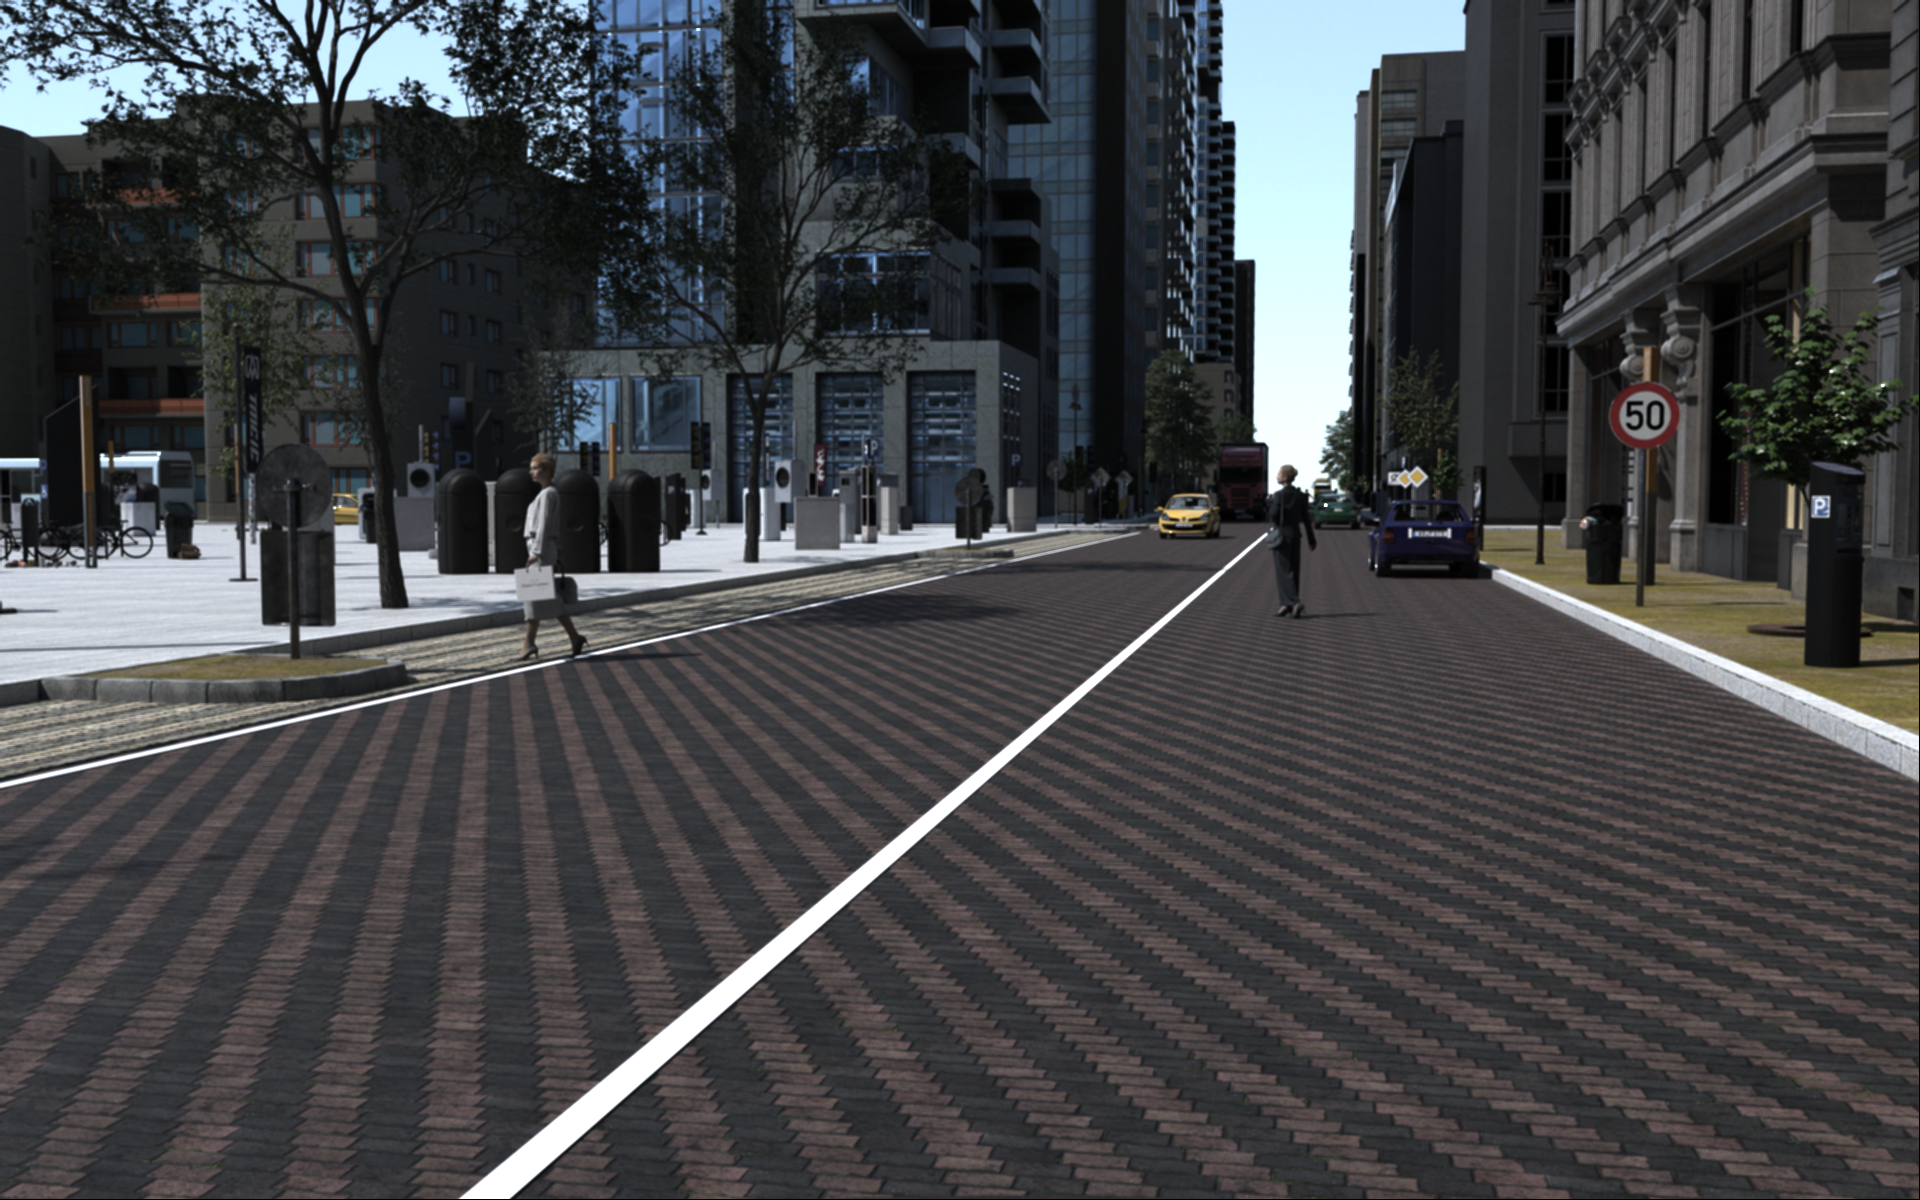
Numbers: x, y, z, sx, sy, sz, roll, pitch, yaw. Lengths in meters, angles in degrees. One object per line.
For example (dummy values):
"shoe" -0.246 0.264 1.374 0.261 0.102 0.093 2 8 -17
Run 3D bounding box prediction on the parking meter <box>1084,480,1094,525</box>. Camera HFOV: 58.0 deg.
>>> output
"parking meter" 5.415 -4.089 72.569 0.399 1.863 0.255 0 4 -4

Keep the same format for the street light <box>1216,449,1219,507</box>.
"street light" 26.232 -12.461 176.532 0.468 5.910 1.993 1 4 11

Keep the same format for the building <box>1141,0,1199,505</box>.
"building" 10.184 -33.204 162.487 23.786 49.044 30.456 1 4 11

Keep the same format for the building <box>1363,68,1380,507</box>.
"building" 48.965 -32.297 178.159 14.600 45.320 14.200 1 4 11

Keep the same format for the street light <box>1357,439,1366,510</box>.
"street light" 33.027 -10.351 142.025 0.468 5.910 1.993 1 4 11

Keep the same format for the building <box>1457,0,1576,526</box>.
"building" 33.997 -17.079 72.745 24.014 27.812 14.314 1 4 11

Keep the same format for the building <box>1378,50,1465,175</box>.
"building" 46.465 -29.349 163.456 14.154 41.232 14.086 1 4 11

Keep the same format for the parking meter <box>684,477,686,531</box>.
"parking meter" -9.669 -3.302 59.705 0.399 1.863 0.255 -2 4 -24

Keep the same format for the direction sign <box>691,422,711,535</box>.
"direction sign" -8.156 -3.826 54.545 0.379 3.537 0.876 2 4 34

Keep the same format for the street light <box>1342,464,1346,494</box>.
"street light" 48.322 -14.934 216.956 0.468 5.910 1.993 1 4 11

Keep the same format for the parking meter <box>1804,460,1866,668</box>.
"parking meter" 6.515 -0.274 12.896 0.372 1.533 0.369 0 3 0

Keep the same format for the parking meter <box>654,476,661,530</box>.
"parking meter" -9.863 -3.072 55.933 0.399 1.863 0.255 -1 4 -14

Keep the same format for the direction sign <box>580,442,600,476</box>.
"direction sign" -16.077 -5.095 75.299 0.876 3.537 0.379 -2 4 -30

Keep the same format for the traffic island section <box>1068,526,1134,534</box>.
"traffic island section" 5.105 -2.511 63.339 2.009 0.180 2.903 1 4 11

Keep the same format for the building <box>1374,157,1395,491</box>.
"building" 43.178 -23.142 150.078 14.160 30.474 14.107 1 4 11

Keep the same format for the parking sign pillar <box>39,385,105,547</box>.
"parking sign pillar" -21.808 -3.301 42.447 1.447 3.967 1.447 3 4 37

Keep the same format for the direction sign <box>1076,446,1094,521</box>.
"direction sign" 5.878 -5.470 81.431 0.876 3.537 0.379 1 4 19

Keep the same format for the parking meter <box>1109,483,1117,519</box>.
"parking meter" 7.852 -5.094 89.003 0.399 1.863 0.255 0 4 6

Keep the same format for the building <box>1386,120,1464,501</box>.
"building" 33.829 -17.470 104.697 14.314 24.678 30.058 1 4 11

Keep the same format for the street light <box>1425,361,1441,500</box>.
"street light" 16.500 -5.367 60.533 0.468 5.910 1.993 1 4 11

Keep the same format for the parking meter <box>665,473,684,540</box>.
"parking meter" -8.022 -2.612 48.419 0.399 1.863 0.255 1 4 18

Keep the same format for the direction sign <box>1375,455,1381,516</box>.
"direction sign" 24.292 -6.635 100.475 0.379 3.537 0.876 0 4 -2

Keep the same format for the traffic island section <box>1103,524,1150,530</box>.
"traffic island section" 6.702 -2.990 71.164 2.009 0.180 2.903 1 4 11

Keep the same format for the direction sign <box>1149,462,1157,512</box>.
"direction sign" 13.584 -7.942 121.843 0.379 3.537 0.876 3 5 41

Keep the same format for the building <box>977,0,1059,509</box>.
"building" 16.115 -53.747 191.437 22.319 86.520 31.000 1 4 11

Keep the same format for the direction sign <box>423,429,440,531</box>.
"direction sign" -18.441 -4.186 60.437 0.876 3.537 0.379 2 4 35

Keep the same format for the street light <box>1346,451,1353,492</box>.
"street light" 42.431 -13.158 187.917 0.468 5.910 1.993 1 4 11

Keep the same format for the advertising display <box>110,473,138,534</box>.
"advertising display" -25.510 -2.915 52.866 0.123 1.923 0.974 1 4 19

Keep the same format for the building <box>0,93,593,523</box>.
"building" -36.983 -15.139 92.568 28.899 21.520 27.650 1 4 11

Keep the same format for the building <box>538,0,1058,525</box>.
"building" -6.200 -47.399 87.642 22.319 86.520 31.000 1 4 11

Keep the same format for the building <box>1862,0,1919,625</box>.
"building" 12.574 -9.742 8.441 9.793 20.994 18.267 1 4 11

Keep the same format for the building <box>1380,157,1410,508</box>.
"building" 38.301 -19.101 130.318 12.078 24.808 19.932 1 4 11

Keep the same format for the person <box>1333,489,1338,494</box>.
"person" 28.503 -7.528 131.391 0.447 1.846 0.655 0 4 4

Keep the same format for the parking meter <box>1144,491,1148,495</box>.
"parking meter" 13.915 -7.426 129.825 0.372 1.533 0.369 0 3 0

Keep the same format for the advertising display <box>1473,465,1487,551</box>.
"advertising display" 11.796 -2.087 39.340 0.123 1.923 0.974 0 4 7

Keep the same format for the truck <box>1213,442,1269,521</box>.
"truck" 15.738 -6.555 96.088 2.839 4.237 11.283 1 4 11

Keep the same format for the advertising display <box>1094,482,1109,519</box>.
"advertising display" 7.373 -5.237 90.839 0.974 1.923 0.123 3 5 43

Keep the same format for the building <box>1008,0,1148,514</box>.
"building" 5.093 -28.603 117.774 14.600 45.320 14.200 1 4 11

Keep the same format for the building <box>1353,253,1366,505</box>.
"building" 54.416 -26.652 207.460 14.160 30.474 14.107 1 4 11

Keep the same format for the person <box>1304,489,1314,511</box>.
"person" 30.159 -8.723 150.751 1.348 1.869 0.705 0 4 -1

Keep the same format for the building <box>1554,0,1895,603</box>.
"building" 18.355 -11.463 38.334 10.553 20.767 40.483 1 4 11

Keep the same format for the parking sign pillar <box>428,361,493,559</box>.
"parking sign pillar" -9.913 -2.823 34.636 1.447 3.967 1.447 -1 4 -13

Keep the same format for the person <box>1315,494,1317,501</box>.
"person" 43.066 -12.082 209.265 0.599 1.433 0.991 -1 4 -10

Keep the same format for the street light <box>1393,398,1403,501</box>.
"street light" 21.111 -6.773 83.531 0.468 5.910 1.993 1 4 11

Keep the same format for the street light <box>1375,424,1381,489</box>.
"street light" 27.181 -8.547 112.534 0.468 5.910 1.993 1 4 11

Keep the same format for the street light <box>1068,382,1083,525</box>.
"street light" 4.775 -6.048 71.671 0.468 5.910 1.993 1 4 11

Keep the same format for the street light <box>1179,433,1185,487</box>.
"street light" 16.694 -9.627 130.183 0.468 5.910 1.993 1 4 11

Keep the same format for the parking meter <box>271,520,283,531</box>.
"parking meter" -14.726 -1.937 37.389 0.255 1.863 0.399 -1 4 -15

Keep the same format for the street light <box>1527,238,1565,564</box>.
"street light" 10.607 -3.591 31.495 0.468 5.910 1.993 1 4 11

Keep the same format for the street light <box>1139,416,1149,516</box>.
"street light" 10.680 -7.824 100.707 0.468 5.910 1.993 1 4 11

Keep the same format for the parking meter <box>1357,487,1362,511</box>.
"parking meter" 31.081 -7.897 134.823 0.399 1.863 0.255 1 4 17

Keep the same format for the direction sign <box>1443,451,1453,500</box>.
"direction sign" 25.545 -6.066 91.182 0.876 3.537 0.379 -1 4 -13
